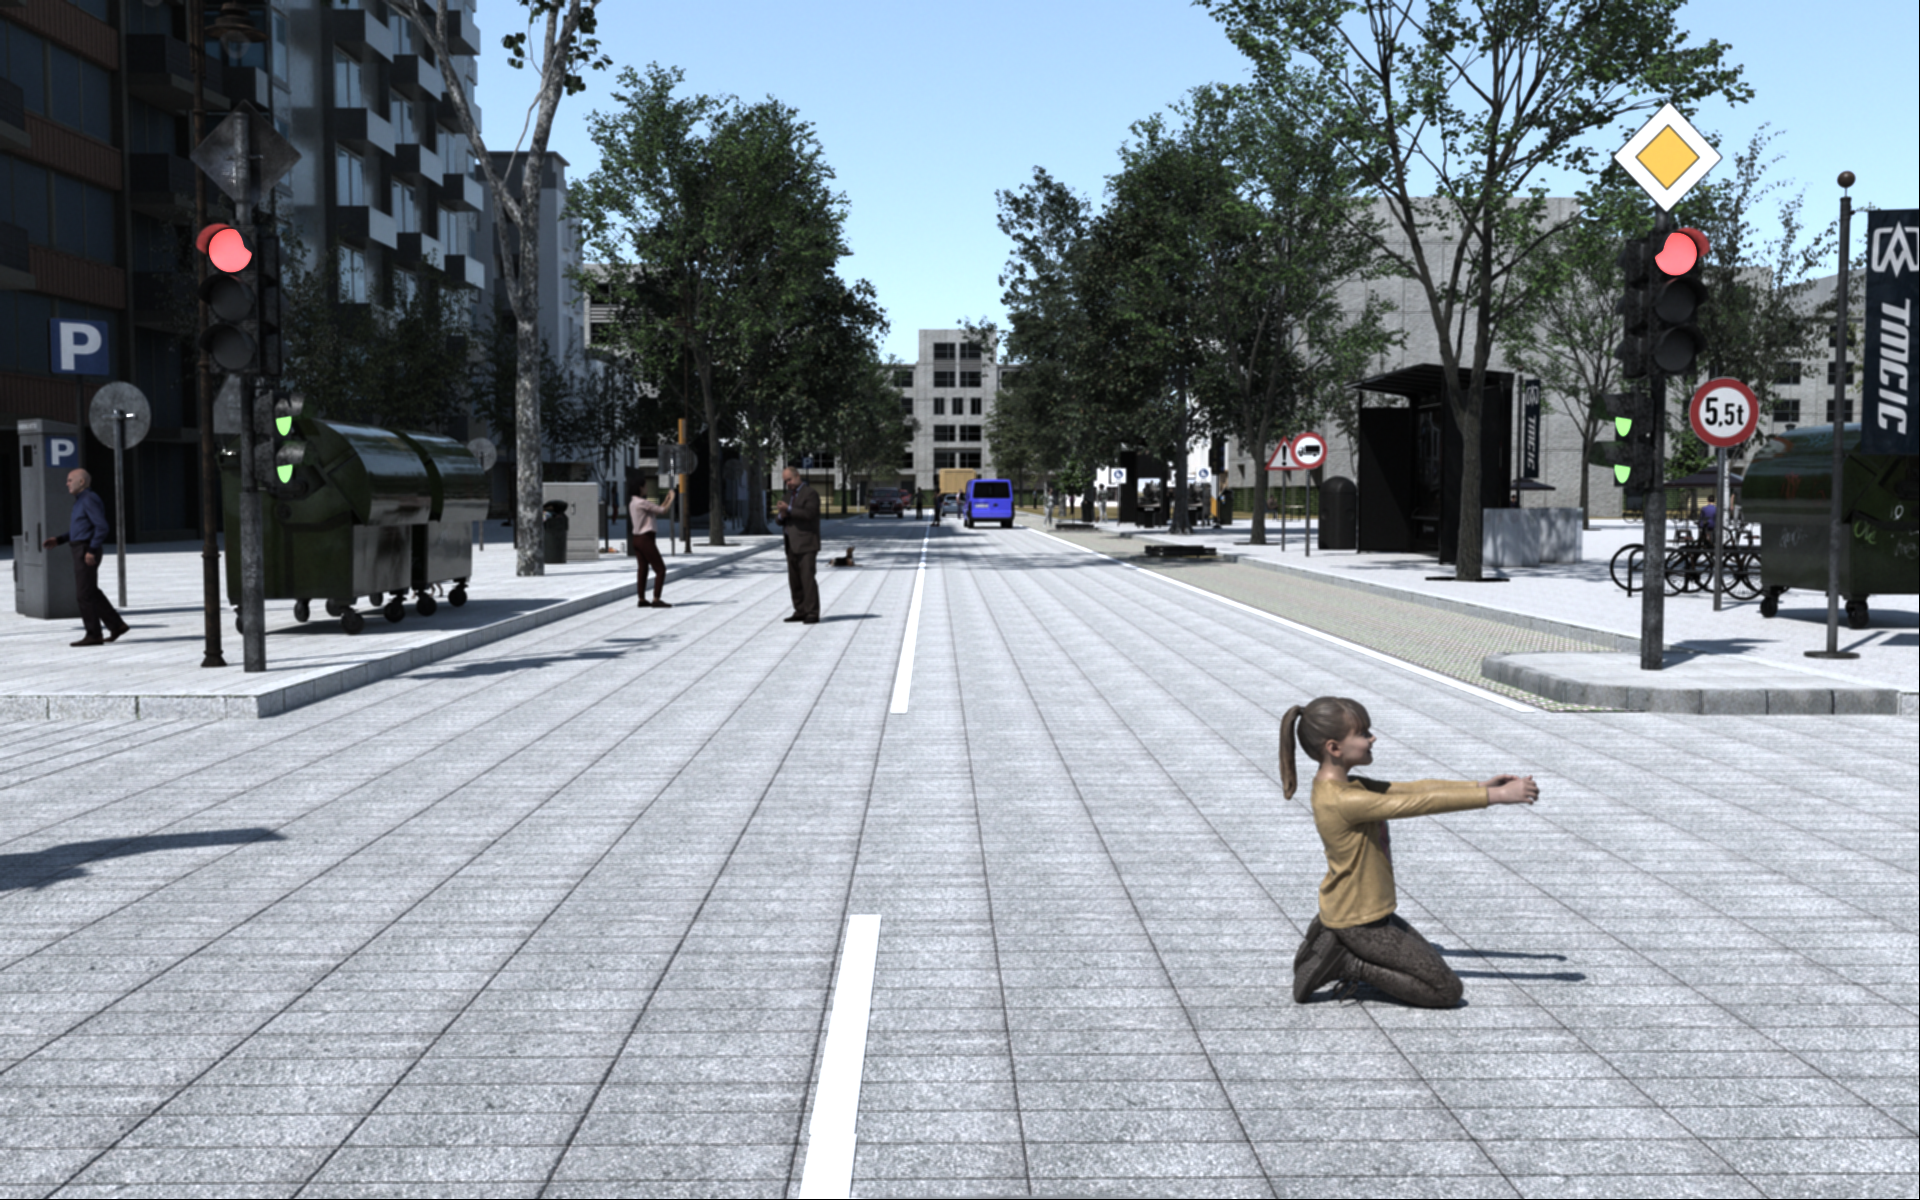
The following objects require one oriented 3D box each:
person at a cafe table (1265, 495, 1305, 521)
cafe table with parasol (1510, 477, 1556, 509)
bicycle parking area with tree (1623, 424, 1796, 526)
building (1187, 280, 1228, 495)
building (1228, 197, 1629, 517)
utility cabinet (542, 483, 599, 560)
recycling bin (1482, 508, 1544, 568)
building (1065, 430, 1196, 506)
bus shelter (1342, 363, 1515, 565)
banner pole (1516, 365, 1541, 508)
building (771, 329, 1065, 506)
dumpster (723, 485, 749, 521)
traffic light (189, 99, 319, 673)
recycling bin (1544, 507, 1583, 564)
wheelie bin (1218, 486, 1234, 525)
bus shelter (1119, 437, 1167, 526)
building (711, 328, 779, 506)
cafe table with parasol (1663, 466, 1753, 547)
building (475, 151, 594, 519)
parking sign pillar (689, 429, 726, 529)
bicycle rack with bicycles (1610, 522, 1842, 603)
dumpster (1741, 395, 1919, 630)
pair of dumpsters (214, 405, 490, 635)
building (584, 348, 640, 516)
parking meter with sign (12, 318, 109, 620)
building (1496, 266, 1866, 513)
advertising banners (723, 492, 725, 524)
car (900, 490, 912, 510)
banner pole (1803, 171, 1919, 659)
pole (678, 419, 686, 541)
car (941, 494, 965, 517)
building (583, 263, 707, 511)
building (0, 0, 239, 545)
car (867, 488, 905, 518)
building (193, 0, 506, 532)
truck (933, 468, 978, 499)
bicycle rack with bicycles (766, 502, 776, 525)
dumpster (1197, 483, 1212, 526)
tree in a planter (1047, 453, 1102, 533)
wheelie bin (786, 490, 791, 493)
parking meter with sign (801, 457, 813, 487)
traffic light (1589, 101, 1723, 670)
[{"bbox_3d":[15.165,-4.343,81.863,1.726,1.238,1.698,-1,4,-9],"label":"person at a cafe table"},{"bbox_3d":[22.399,-3.921,68.981,2.610,1.966,2.610,-3,5,-39],"label":"cafe table with parasol"},{"bbox_3d":[33.670,-5.314,73.883,9.016,4.147,8.231,0,4,7],"label":"bicycle parking area with tree"},{"bbox_3d":[27.300,-17.637,144.784,16.016,20.091,11.380,0,4,-1],"label":"building"},{"bbox_3d":[28.376,-15.002,111.734,16.747,18.905,31.486,0,4,-1],"label":"building"},{"bbox_3d":[-7.554,-1.505,33.283,1.173,1.500,0.318,-1,4,-19],"label":"utility cabinet"},{"bbox_3d":[9.682,-1.093,30.429,0.722,1.027,0.722,-1,4,-17],"label":"recycling bin"},{"bbox_3d":[25.242,-15.201,190.680,28.070,9.664,9.099,0,4,-1],"label":"building"},{"bbox_3d":[9.125,-2.629,34.267,1.731,3.624,6.357,0,4,-1],"label":"bus shelter"},{"bbox_3d":[10.936,-2.657,33.454,0.401,3.779,0.863,-1,4,-18],"label":"banner pole"},{"bbox_3d":[-4.593,-20.028,193.908,31.486,18.905,16.747,0,4,-1],"label":"building"},{"bbox_3d":[-10.631,-4.698,82.576,1.264,1.857,1.865,0,4,-1],"label":"dumpster"},{"bbox_3d":[-5.076,-1.436,12.392,0.839,4.253,0.868,0,4,-1],"label":"traffic light"},{"bbox_3d":[11.161,-1.205,32.252,0.722,1.027,0.722,2,4,30],"label":"recycling bin"},{"bbox_3d":[11.026,-3.909,71.827,0.693,1.594,0.980,0,4,5],"label":"wheelie bin"},{"bbox_3d":[7.476,-4.951,72.228,1.731,3.624,6.357,0,4,-1],"label":"bus shelter"},{"bbox_3d":[-37.068,-21.702,198.806,32.646,21.610,27.936,0,4,-1],"label":"building"},{"bbox_3d":[18.211,-2.262,41.855,2.610,1.966,2.610,0,4,2],"label":"cafe table with parasol"},{"bbox_3d":[-28.763,-14.513,93.702,16.016,20.091,11.380,0,4,-1],"label":"building"},{"bbox_3d":[-9.334,-4.596,63.620,1.447,3.967,1.447,2,4,31],"label":"parking sign pillar"},{"bbox_3d":[9.570,-0.514,21.786,2.852,0.926,2.925,-3,5,-44],"label":"bicycle rack with bicycles"},{"bbox_3d":[8.897,-0.894,17.113,1.502,2.255,1.985,0,4,-1],"label":"dumpster"},{"bbox_3d":[-6.096,-0.927,17.653,1.574,2.255,4.437,0,4,-1],"label":"pair of dumpsters"},{"bbox_3d":[-25.531,-10.496,113.761,9.099,9.664,28.070,0,4,-1],"label":"building"},{"bbox_3d":[-9.406,-1.328,17.975,1.738,3.016,0.543,3,5,44],"label":"parking meter with sign"},{"bbox_3d":[62.854,-16.920,143.102,31.486,18.905,16.747,0,4,-1],"label":"building"},{"bbox_3d":[-10.141,-4.518,70.064,0.090,3.025,2.074,2,4,25],"label":"advertising banners"},{"bbox_3d":[-5.451,-8.969,155.308,2.281,1.827,5.304,0,4,-1],"label":"car"},{"bbox_3d":[7.096,-1.436,13.489,0.863,3.779,0.401,1,4,11],"label":"banner pole"},{"bbox_3d":[-7.504,-3.245,46.903,0.158,3.312,0.155,0,3,0],"label":"pole"},{"bbox_3d":[-0.336,-6.031,110.606,2.014,1.417,4.499,0,4,-2],"label":"car"},{"bbox_3d":[-37.441,-16.803,141.185,31.486,18.905,16.747,0,4,-1],"label":"building"},{"bbox_3d":[-30.798,-23.511,39.034,22.147,44.769,28.867,0,4,-1],"label":"building"},{"bbox_3d":[-4.434,-5.803,103.552,2.281,1.827,5.304,0,4,-3],"label":"car"},{"bbox_3d":[-32.526,-27.509,69.384,23.786,49.044,30.456,0,4,-1],"label":"building"},{"bbox_3d":[-0.205,-8.152,129.208,3.469,3.379,9.791,0,4,-2],"label":"truck"},{"bbox_3d":[-8.403,-4.028,79.243,2.852,0.926,2.925,0,4,-2],"label":"bicycle rack with bicycles"},{"bbox_3d":[9.520,-3.946,70.283,1.264,1.857,1.865,0,4,-1],"label":"dumpster"},{"bbox_3d":[4.268,-4.145,64.998,1.991,3.239,1.994,0,4,-1],"label":"tree in a planter"},{"bbox_3d":[-8.364,-4.827,86.837,0.693,1.594,0.980,-2,4,-25],"label":"wheelie bin"},{"bbox_3d":[-7.403,-5.272,82.453,0.543,3.016,1.738,-1,4,-14],"label":"parking meter with sign"},{"bbox_3d":[5.044,-1.446,12.564,0.839,4.253,0.868,0,4,-1],"label":"traffic light"}]
